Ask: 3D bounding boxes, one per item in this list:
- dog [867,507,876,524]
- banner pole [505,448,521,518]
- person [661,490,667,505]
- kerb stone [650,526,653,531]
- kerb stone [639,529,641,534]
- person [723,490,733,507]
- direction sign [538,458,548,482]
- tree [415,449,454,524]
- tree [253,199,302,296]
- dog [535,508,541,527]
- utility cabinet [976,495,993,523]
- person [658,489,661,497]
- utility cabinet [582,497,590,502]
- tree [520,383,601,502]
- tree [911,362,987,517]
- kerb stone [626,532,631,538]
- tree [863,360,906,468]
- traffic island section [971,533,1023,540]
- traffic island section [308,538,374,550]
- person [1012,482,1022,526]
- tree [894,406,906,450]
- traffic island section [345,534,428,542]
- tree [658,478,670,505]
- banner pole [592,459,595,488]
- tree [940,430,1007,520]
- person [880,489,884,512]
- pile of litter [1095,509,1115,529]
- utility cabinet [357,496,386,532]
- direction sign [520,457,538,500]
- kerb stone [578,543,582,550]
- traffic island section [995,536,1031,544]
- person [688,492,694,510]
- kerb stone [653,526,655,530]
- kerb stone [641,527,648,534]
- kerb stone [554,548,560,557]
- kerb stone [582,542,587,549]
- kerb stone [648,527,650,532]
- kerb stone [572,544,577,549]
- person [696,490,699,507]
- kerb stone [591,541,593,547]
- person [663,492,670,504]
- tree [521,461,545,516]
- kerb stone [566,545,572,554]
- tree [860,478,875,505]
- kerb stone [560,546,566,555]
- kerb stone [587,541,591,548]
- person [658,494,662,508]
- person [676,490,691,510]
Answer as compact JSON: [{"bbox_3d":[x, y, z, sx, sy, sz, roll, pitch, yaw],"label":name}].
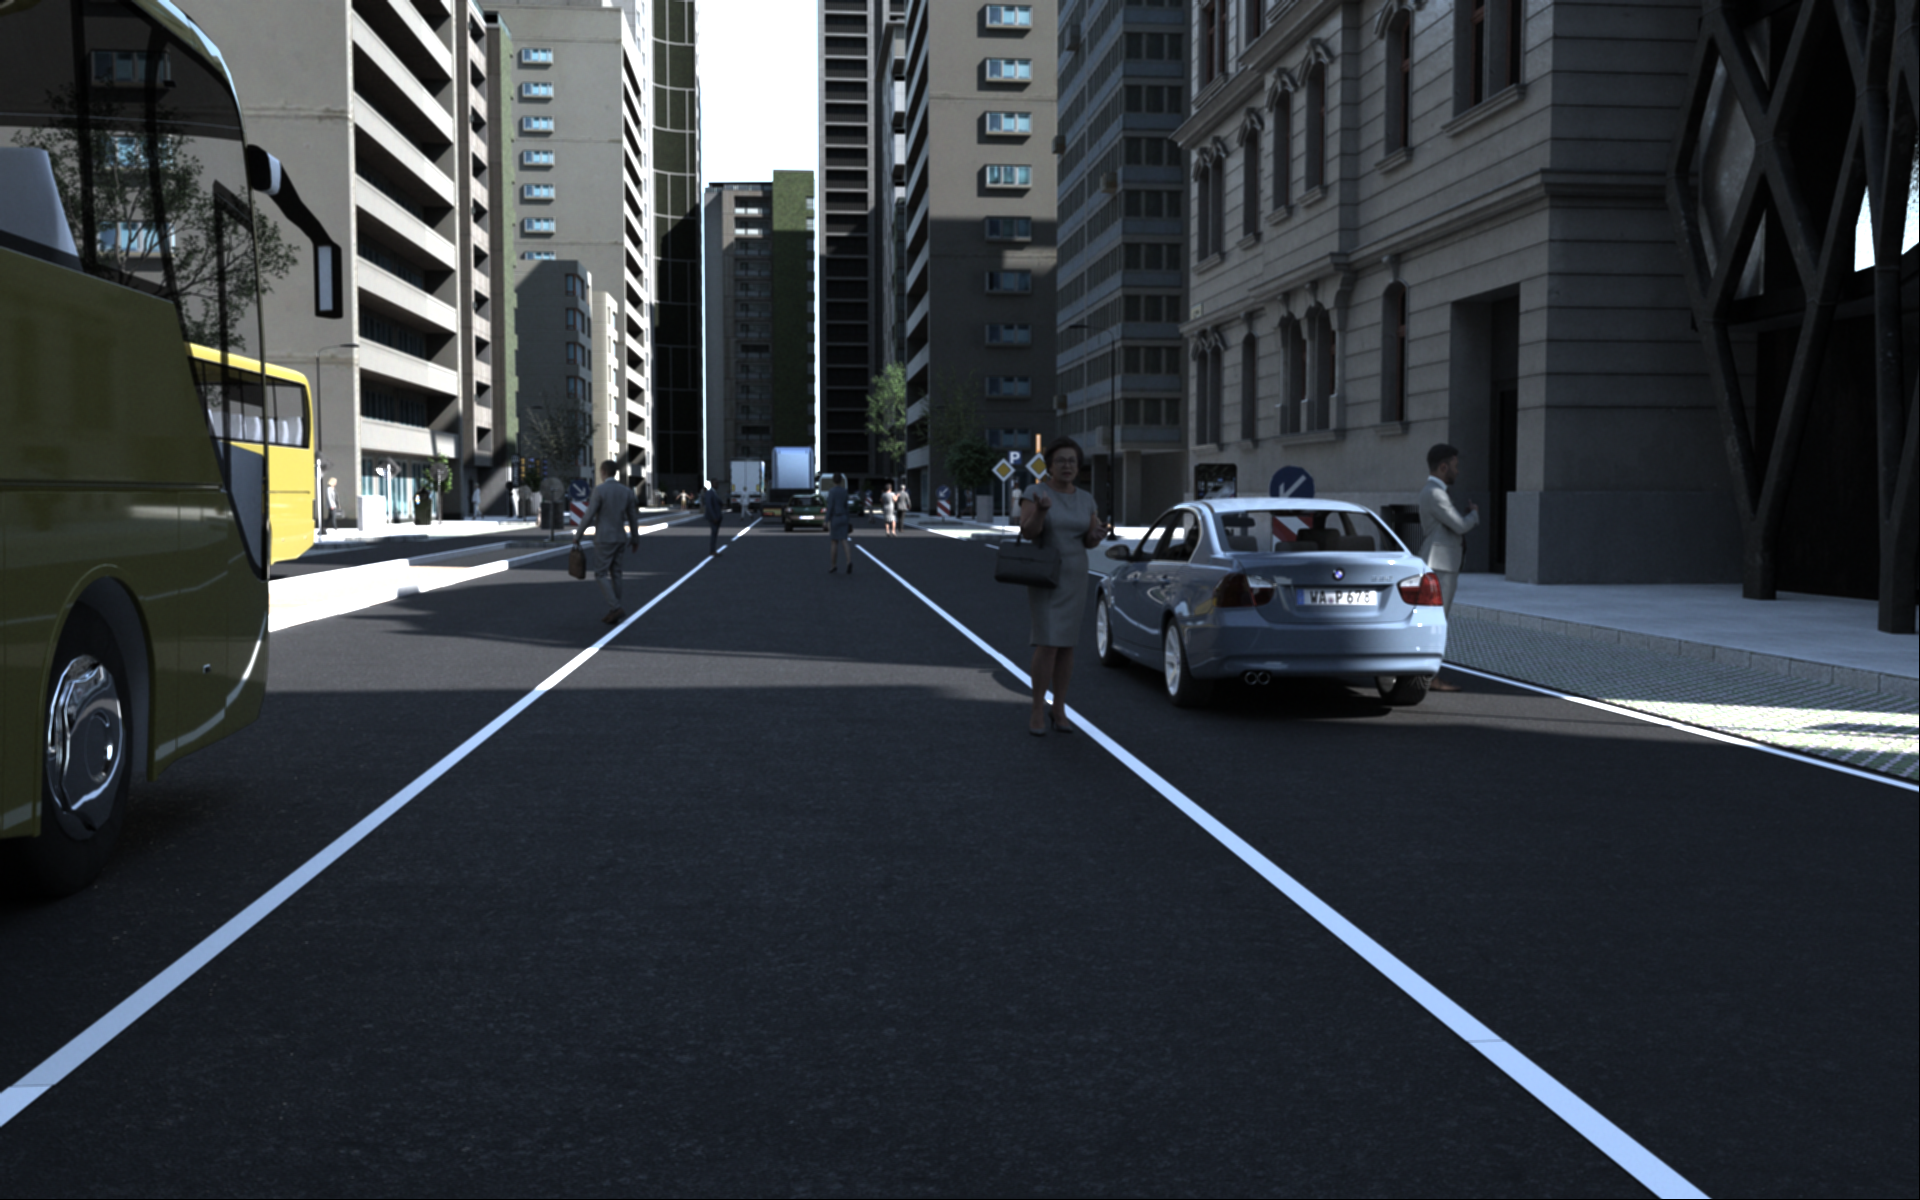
[{"bbox_3d":[-4.391,-4.140,84.533,0.513,0.831,0.800,1,4,22],"label":"dog"},{"bbox_3d":[-24.181,-6.338,93.642,0.863,3.779,0.401,-1,4,-8],"label":"banner pole"},{"bbox_3d":[-33.531,-11.505,194.930,1.217,1.735,0.721,-2,4,-34],"label":"person"},{"bbox_3d":[-11.848,-2.657,65.629,0.120,0.150,1.000,0,4,-6],"label":"kerb stone"},{"bbox_3d":[-11.349,-2.344,60.527,0.120,0.150,1.000,0,4,-6],"label":"kerb stone"},{"bbox_3d":[-25.160,-10.999,188.322,1.348,1.826,0.705,-3,4,-36],"label":"person"},{"bbox_3d":[-26.625,-7.229,110.186,0.876,3.537,0.379,1,4,17],"label":"direction sign"},{"bbox_3d":[-21.993,-4.830,73.566,1.663,3.219,1.824,0,3,0],"label":"tree"},{"bbox_3d":[-19.346,-6.358,38.367,8.767,10.594,7.601,-2,4,-35],"label":"tree"},{"bbox_3d":[-18.656,-3.644,76.409,0.513,0.831,0.800,3,4,38],"label":"dog"},{"bbox_3d":[1.102,-4.001,76.575,0.306,1.237,1.020,-2,4,-30],"label":"utility cabinet"},{"bbox_3d":[-33.420,-11.368,191.985,0.705,1.814,1.350,1,4,18],"label":"person"},{"bbox_3d":[-25.931,-6.840,120.506,0.318,1.500,1.173,0,4,6],"label":"utility cabinet"},{"bbox_3d":[-26.419,-9.977,113.487,4.360,8.622,3.978,0,3,0],"label":"tree"},{"bbox_3d":[-0.316,-8.866,95.316,4.737,8.622,4.395,0,3,0],"label":"tree"},{"bbox_3d":[-11.158,-2.220,58.487,0.120,0.150,1.000,0,4,-6],"label":"kerb stone"},{"bbox_3d":[-3.973,-12.816,135.295,9.928,11.665,9.643,0,3,0],"label":"tree"},{"bbox_3d":[1.439,-2.036,55.562,2.009,0.180,2.903,0,4,-6],"label":"traffic island section"},{"bbox_3d":[-16.943,-1.437,45.768,2.009,0.180,2.903,0,4,-6],"label":"traffic island section"},{"bbox_3d":[2.232,-3.818,69.032,0.480,1.755,0.524,-2,4,-34],"label":"person"},{"bbox_3d":[-2.568,-10.700,125.307,4.360,8.622,3.978,0,3,0],"label":"tree"},{"bbox_3d":[-17.714,-1.923,53.716,2.009,0.180,2.903,0,4,-6],"label":"traffic island section"},{"bbox_3d":[-35.445,-12.890,205.355,1.663,3.219,1.824,0,3,0],"label":"tree"},{"bbox_3d":[-26.247,-8.205,124.165,0.401,3.779,0.863,-2,4,-30],"label":"banner pole"},{"bbox_3d":[0.605,-6.324,87.106,4.285,4.588,4.351,0,3,0],"label":"tree"},{"bbox_3d":[-6.106,-7.856,136.927,0.705,1.826,1.348,-1,4,-15],"label":"person"},{"bbox_3d":[5.049,-3.064,64.057,1.176,0.858,1.719,-1,4,-17],"label":"pile of litter"},{"bbox_3d":[-20.127,-2.943,59.272,0.306,1.237,1.020,2,4,28],"label":"utility cabinet"},{"bbox_3d":[-26.129,-6.884,104.542,0.876,3.537,0.379,-1,4,-10],"label":"direction sign"},{"bbox_3d":[-9.718,-1.314,43.683,0.120,0.150,1.000,0,4,-6],"label":"kerb stone"},{"bbox_3d":[2.209,-1.549,47.614,2.009,0.180,2.903,0,4,-6],"label":"traffic island section"},{"bbox_3d":[-24.476,-9.015,157.369,0.593,1.643,0.415,-1,4,-12],"label":"person"},{"bbox_3d":[-11.952,-2.719,66.646,0.120,0.150,1.000,0,4,-6],"label":"kerb stone"},{"bbox_3d":[-11.650,-2.530,63.585,0.120,0.150,1.000,0,4,-6],"label":"kerb stone"},{"bbox_3d":[-9.327,-1.063,39.600,0.120,0.150,1.000,0,4,-6],"label":"kerb stone"},{"bbox_3d":[-9.825,-1.377,44.708,0.120,0.150,1.000,0,4,-6],"label":"kerb stone"},{"bbox_3d":[-11.744,-2.594,64.610,0.120,0.150,1.000,0,4,-6],"label":"kerb stone"},{"bbox_3d":[-9.623,-1.252,42.660,0.120,0.150,1.000,0,4,-6],"label":"kerb stone"},{"bbox_3d":[-28.805,-11.094,189.868,1.348,1.826,0.705,3,5,40],"label":"person"},{"bbox_3d":[-10.019,-1.500,46.751,0.120,0.150,1.000,0,4,-6],"label":"kerb stone"},{"bbox_3d":[-35.741,-12.302,209.600,1.348,1.831,0.705,-1,4,-14],"label":"person"},{"bbox_3d":[-24.895,-6.474,100.457,1.663,3.219,1.824,0,3,0],"label":"tree"},{"bbox_3d":[-9.522,-1.189,41.640,0.120,0.150,1.000,0,4,-6],"label":"kerb stone"},{"bbox_3d":[-10.917,-13.009,207.291,1.663,3.219,1.824,0,3,0],"label":"tree"},{"bbox_3d":[-9.422,-1.127,40.622,0.120,0.150,1.000,0,4,-6],"label":"kerb stone"},{"bbox_3d":[-9.921,-1.439,45.726,0.120,0.150,1.000,0,4,-6],"label":"kerb stone"},{"bbox_3d":[-28.914,-9.474,166.623,0.599,1.433,0.991,-2,4,-32],"label":"person"},{"bbox_3d":[-24.859,-8.999,155.628,1.348,1.824,0.705,-1,4,-22],"label":"person"}]
